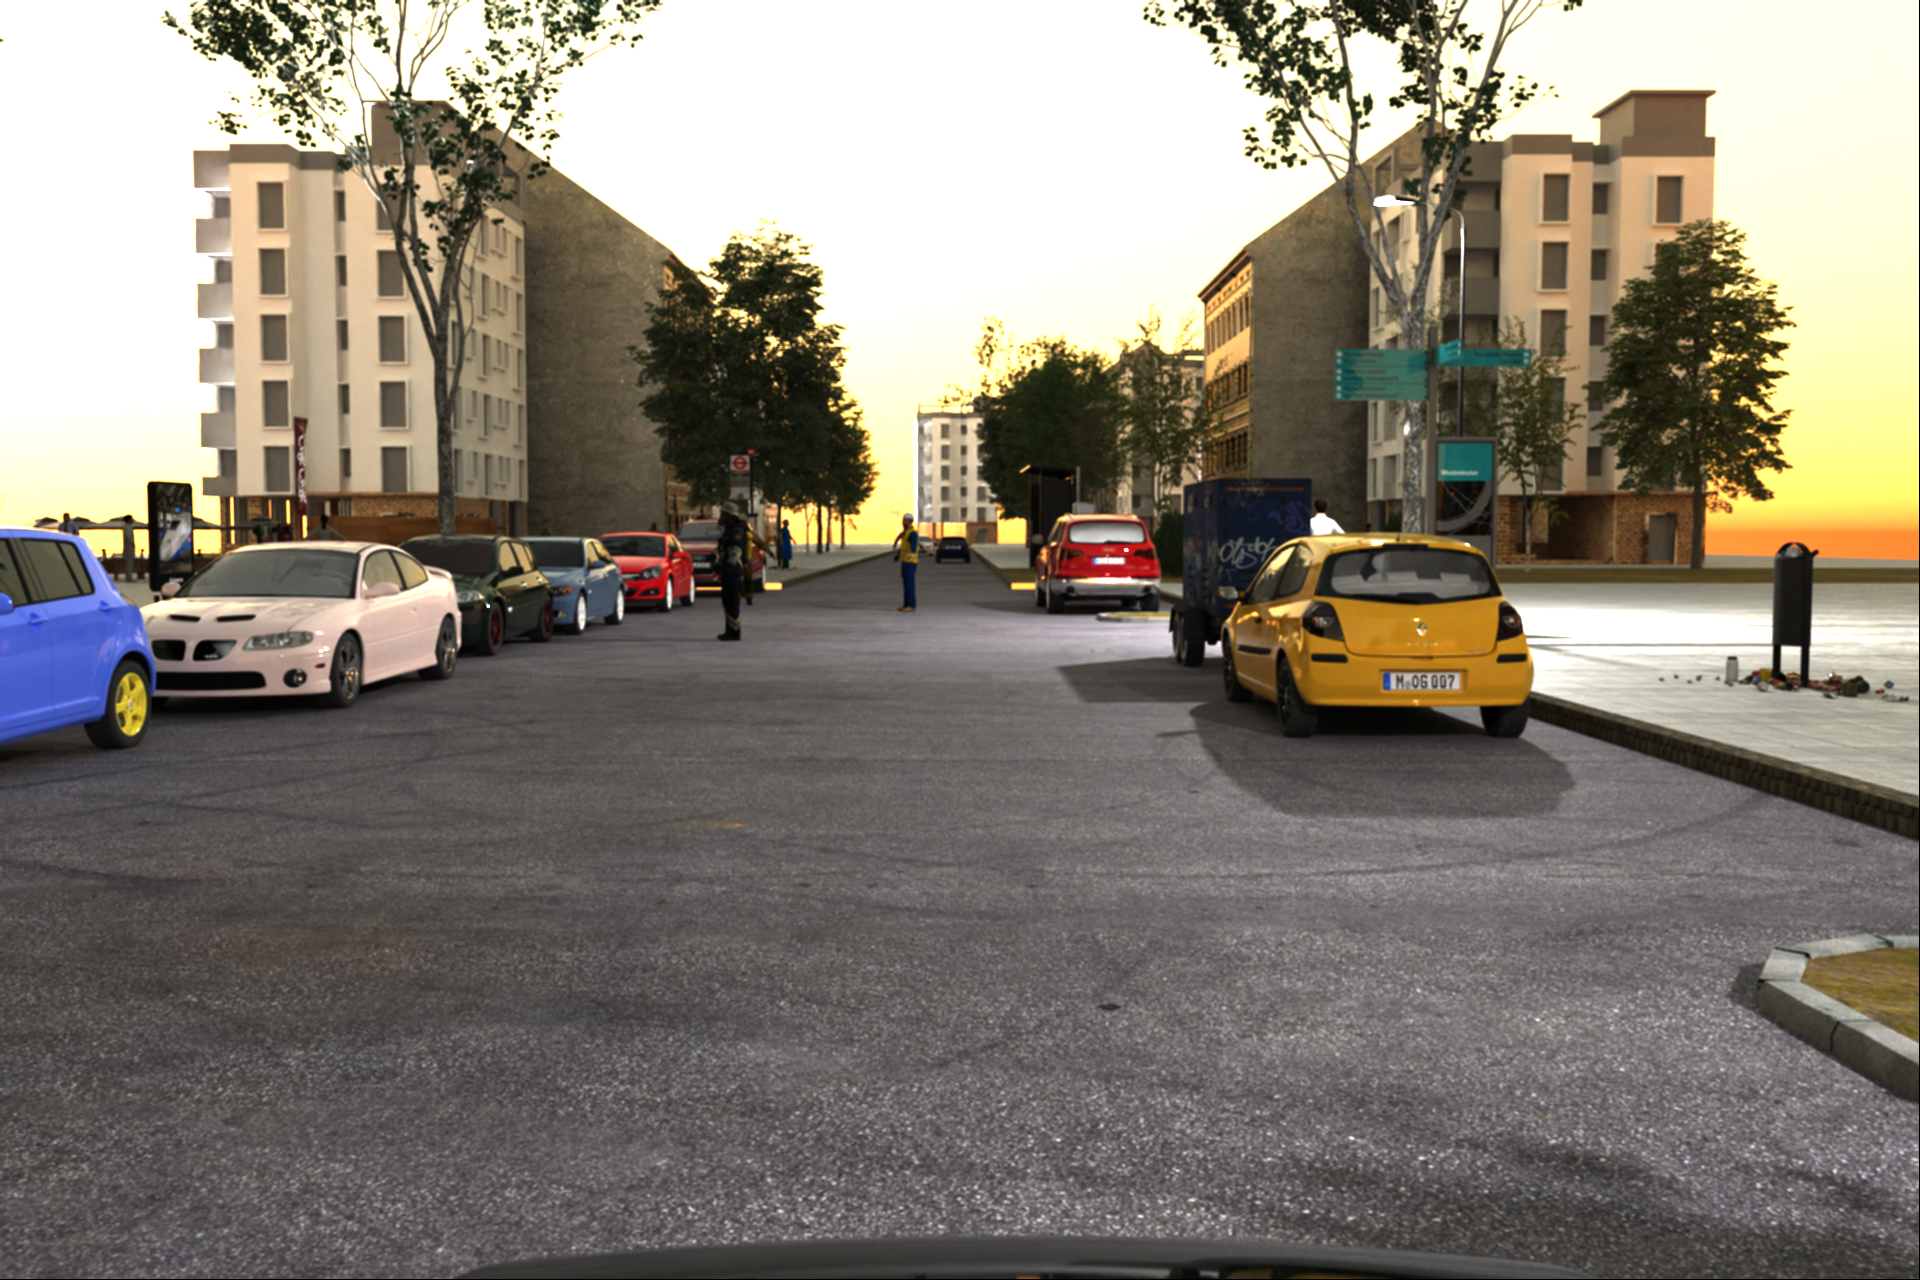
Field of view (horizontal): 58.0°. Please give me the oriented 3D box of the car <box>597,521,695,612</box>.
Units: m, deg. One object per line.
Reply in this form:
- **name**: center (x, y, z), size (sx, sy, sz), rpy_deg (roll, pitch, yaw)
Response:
- **car**: center (-6.198, -1.465, 32.995), size (2.155, 1.783, 4.494), rpy_deg (0, 3, 0)

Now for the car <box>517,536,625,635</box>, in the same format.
- **car**: center (-6.233, -0.864, 26.134), size (2.014, 1.417, 4.499), rpy_deg (0, 4, 0)

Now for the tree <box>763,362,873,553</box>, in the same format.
- **tree**: center (-9.708, -12.003, 114.376), size (7.486, 12.596, 7.792), rpy_deg (0, 3, 0)

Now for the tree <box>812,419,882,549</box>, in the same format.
- **tree**: center (-10.075, -13.565, 147.546), size (9.928, 11.665, 9.643), rpy_deg (0, 3, 0)

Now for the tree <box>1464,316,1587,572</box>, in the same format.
- **tree**: center (18.885, -6.563, 57.672), size (4.737, 8.622, 4.395), rpy_deg (0, 3, 0)

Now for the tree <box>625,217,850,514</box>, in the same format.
- **tree**: center (-9.060, -10.073, 71.356), size (9.857, 13.997, 8.962), rpy_deg (0, 3, 0)

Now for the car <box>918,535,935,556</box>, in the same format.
- **car**: center (-2.657, -6.174, 113.301), size (2.083, 1.381, 4.827), rpy_deg (0, 4, -1)

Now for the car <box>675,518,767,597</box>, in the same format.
- **car**: center (-5.816, -1.983, 41.092), size (2.281, 1.827, 5.304), rpy_deg (0, 4, 0)

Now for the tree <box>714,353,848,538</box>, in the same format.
- **tree**: center (-9.601, -9.514, 89.963), size (8.767, 10.594, 7.601), rpy_deg (1, 4, 18)

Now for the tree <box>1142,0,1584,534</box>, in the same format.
- **tree**: center (8.126, -10.988, 35.537), size (12.611, 20.169, 13.585), rpy_deg (0, 3, 0)

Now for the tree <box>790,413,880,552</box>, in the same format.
- **tree**: center (-9.349, -11.728, 126.170), size (7.601, 10.594, 8.767), rpy_deg (-1, 4, -14)

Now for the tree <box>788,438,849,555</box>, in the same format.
- **tree**: center (-9.597, -9.537, 106.291), size (4.360, 8.622, 3.978), rpy_deg (0, 3, 0)

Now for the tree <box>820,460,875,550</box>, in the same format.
- **tree**: center (-9.082, -11.534, 138.939), size (4.737, 8.622, 4.395), rpy_deg (0, 3, 0)

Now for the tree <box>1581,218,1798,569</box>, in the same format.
- **tree**: center (26.605, -8.870, 63.158), size (7.486, 12.596, 7.792), rpy_deg (0, 3, 0)

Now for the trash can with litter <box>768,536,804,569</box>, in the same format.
- **trash can with litter**: center (-6.513, -3.231, 63.876), size (1.678, 1.210, 2.233), rpy_deg (0, 3, 0)

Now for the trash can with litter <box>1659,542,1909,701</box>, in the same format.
- **trash can with litter**: center (6.949, -0.198, 14.297), size (1.678, 1.210, 2.233), rpy_deg (0, 3, 0)

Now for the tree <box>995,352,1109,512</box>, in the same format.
- **tree**: center (5.806, -11.615, 108.028), size (7.486, 12.596, 7.792), rpy_deg (0, 3, 0)

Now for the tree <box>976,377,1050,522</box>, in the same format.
- **tree**: center (5.931, -14.148, 137.979), size (9.857, 13.997, 8.962), rpy_deg (0, 3, 0)

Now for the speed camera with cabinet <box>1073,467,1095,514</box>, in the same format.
- **speed camera with cabinet**: center (3.667, -3.411, 50.110), size (0.660, 3.252, 2.038), rpy_deg (0, 4, -2)

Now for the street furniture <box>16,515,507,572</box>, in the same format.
- **street furniture**: center (-30.790, -3.367, 60.078), size (27.439, 1.986, 14.083), rpy_deg (0, 4, 4)

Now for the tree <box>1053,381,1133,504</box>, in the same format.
- **tree**: center (6.163, -8.168, 83.904), size (4.360, 8.622, 3.978), rpy_deg (0, 3, 0)

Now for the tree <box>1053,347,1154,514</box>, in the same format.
- **tree**: center (5.408, -7.264, 69.132), size (4.360, 8.622, 3.978), rpy_deg (0, 3, 0)

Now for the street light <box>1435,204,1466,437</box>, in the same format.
- **street light**: center (7.460, -3.143, 23.928), size (1.470, 5.913, 1.316), rpy_deg (0, 4, -1)

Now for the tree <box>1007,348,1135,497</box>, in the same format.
- **tree**: center (6.219, -10.418, 96.086), size (9.928, 11.665, 9.643), rpy_deg (0, 3, 0)

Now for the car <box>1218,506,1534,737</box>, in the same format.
- **car**: center (3.123, -0.208, 13.625), size (2.015, 1.641, 3.980), rpy_deg (0, 3, 0)

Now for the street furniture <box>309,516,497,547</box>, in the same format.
- **street furniture**: center (-16.171, -2.469, 47.216), size (11.010, 1.723, 9.812), rpy_deg (-1, 4, -18)

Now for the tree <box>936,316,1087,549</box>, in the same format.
- **tree**: center (4.832, -18.076, 151.431), size (12.611, 20.169, 13.585), rpy_deg (0, 3, 0)

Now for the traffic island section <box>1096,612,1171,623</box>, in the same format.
- **traffic island section**: center (3.305, -0.370, 28.913), size (1.991, 0.108, 1.994), rpy_deg (0, 4, -1)

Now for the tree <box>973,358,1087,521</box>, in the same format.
- **tree**: center (5.548, -13.469, 126.878), size (9.857, 13.997, 8.962), rpy_deg (0, 3, 0)

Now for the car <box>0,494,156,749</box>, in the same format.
- **car**: center (-6.375, -0.043, 10.301), size (1.945, 1.707, 3.694), rpy_deg (0, 4, 0)

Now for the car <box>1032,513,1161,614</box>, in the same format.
- **car**: center (2.546, -1.473, 32.763), size (2.281, 1.827, 5.304), rpy_deg (0, 4, -1)

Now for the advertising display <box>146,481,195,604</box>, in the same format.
- **advertising display**: center (-9.701, -0.986, 21.327), size (0.123, 1.923, 0.974), rpy_deg (0, 4, 1)

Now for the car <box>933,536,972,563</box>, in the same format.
- **car**: center (-0.362, -4.548, 86.933), size (1.945, 1.354, 3.894), rpy_deg (0, 4, -1)

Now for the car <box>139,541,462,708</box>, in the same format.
- **car**: center (-5.956, -0.207, 15.742), size (2.083, 1.381, 4.827), rpy_deg (0, 3, 0)

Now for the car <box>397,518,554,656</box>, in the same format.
- **car**: center (-6.304, -0.722, 21.596), size (2.009, 1.686, 4.222), rpy_deg (0, 3, 0)

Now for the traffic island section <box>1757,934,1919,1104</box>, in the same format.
- **traffic island section**: center (3.401, 1.102, 4.847), size (1.991, 0.108, 1.994), rpy_deg (0, 4, -1)
